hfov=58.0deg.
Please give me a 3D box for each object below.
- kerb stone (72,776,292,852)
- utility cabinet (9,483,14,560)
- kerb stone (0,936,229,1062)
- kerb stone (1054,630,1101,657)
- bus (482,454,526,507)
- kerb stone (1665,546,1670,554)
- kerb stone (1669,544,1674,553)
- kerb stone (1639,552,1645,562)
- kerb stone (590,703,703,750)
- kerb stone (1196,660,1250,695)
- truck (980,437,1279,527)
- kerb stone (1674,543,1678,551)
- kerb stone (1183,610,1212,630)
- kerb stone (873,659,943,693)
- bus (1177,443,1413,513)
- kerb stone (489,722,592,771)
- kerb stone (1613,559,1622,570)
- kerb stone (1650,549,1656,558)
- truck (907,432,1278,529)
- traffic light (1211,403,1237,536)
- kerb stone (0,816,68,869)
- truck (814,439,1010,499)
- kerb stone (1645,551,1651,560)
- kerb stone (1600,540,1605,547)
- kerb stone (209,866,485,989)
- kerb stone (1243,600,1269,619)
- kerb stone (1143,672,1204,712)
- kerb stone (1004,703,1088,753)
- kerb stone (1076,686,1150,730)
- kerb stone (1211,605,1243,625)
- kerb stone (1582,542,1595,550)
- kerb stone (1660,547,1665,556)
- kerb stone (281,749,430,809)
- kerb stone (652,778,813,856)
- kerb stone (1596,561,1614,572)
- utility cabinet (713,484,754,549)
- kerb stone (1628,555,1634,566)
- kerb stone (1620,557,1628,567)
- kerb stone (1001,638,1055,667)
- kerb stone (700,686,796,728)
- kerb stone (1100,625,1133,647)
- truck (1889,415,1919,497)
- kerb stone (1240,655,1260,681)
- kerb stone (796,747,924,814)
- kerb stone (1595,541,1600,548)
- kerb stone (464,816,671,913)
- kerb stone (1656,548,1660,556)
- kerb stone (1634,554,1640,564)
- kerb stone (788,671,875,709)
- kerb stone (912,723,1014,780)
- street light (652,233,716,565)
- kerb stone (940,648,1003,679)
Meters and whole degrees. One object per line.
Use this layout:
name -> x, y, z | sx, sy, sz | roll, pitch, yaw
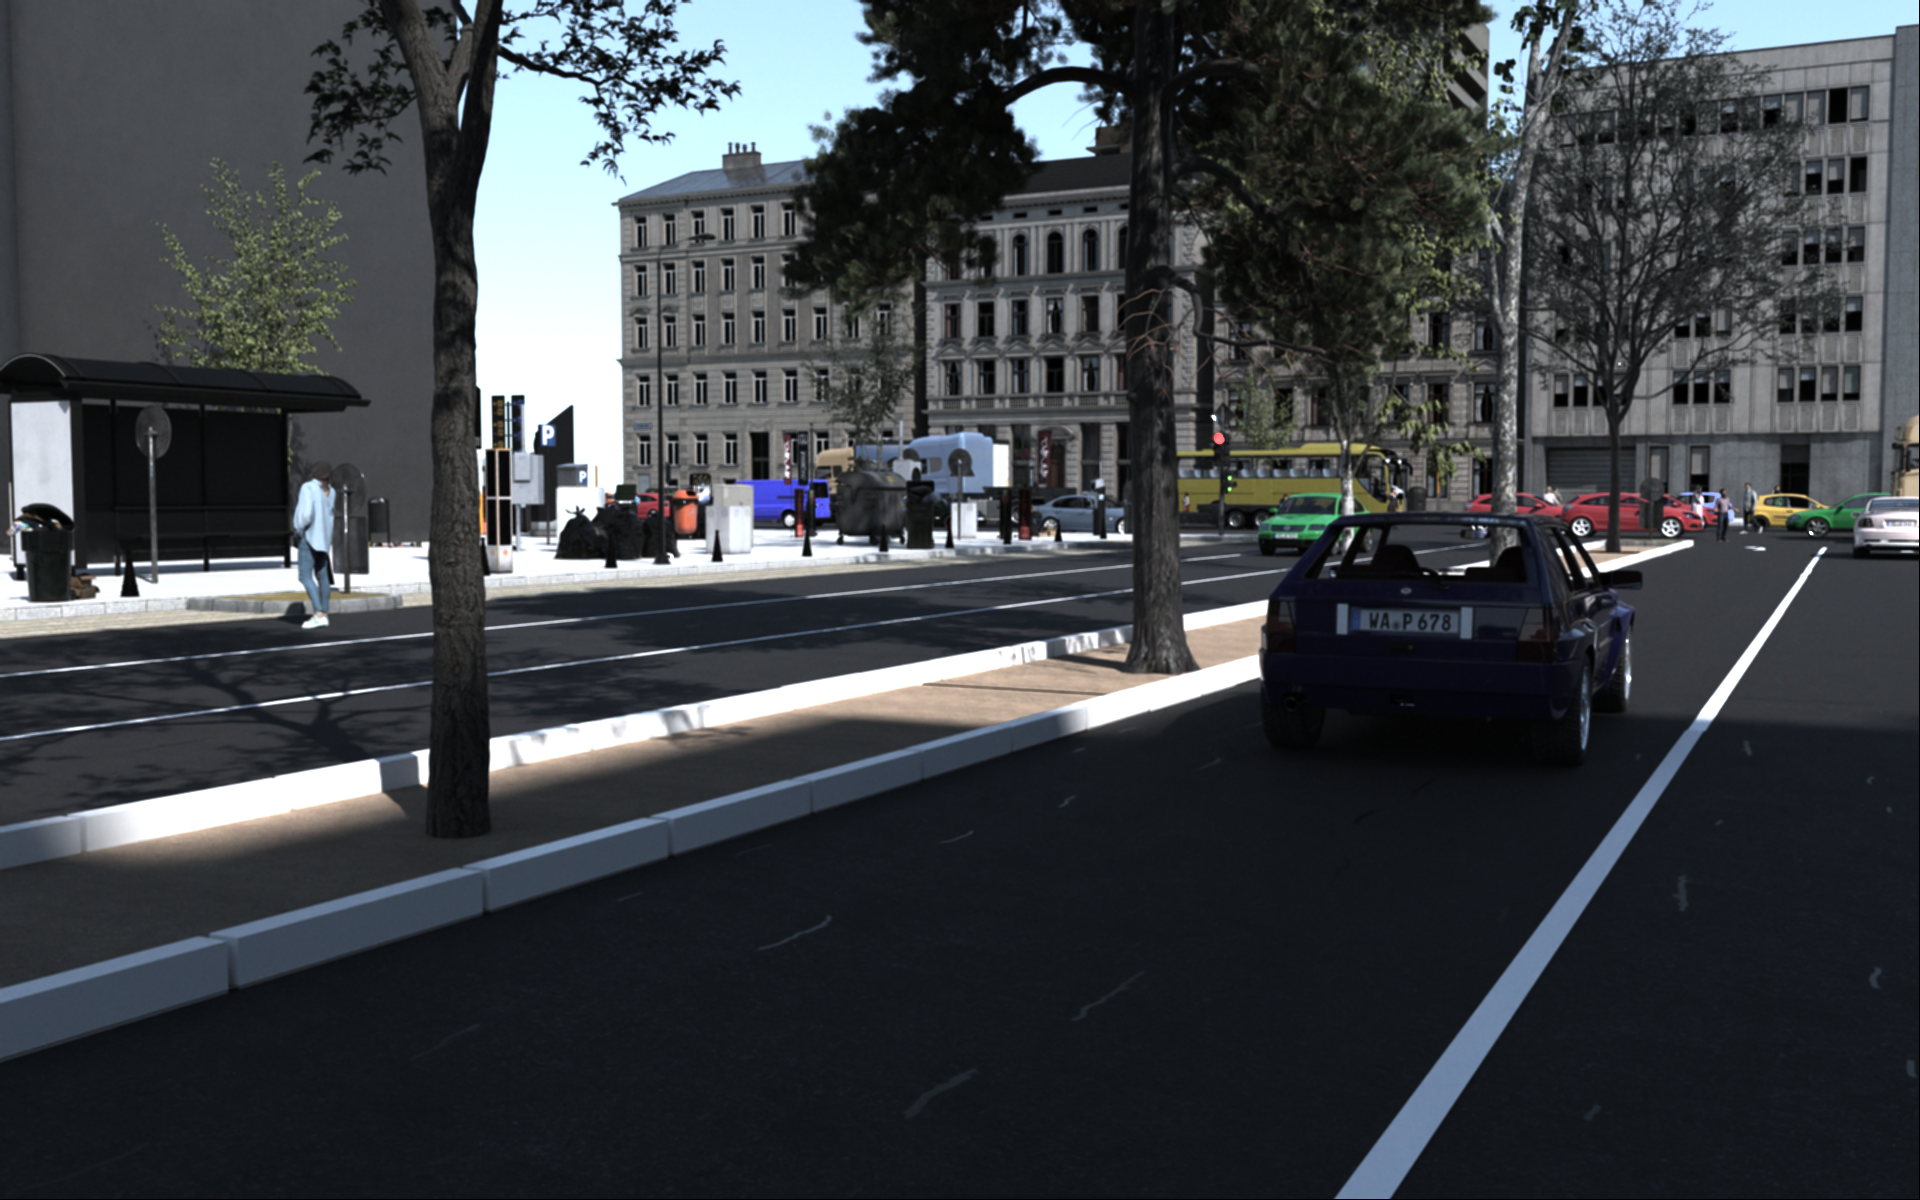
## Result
kerb stone -> -3.291, 0.908, 7.352 | 0.120, 0.150, 1.000 | 2, 4, 27
utility cabinet -> -17.663, -1.512, 33.394 | 1.173, 1.500, 0.318 | 0, 4, 6
kerb stone -> -2.386, 1.079, 4.557 | 0.120, 0.150, 1.000 | 2, 4, 27
kerb stone -> 0.997, 0.404, 15.591 | 0.120, 0.150, 1.000 | 2, 4, 27
bus -> -23.899, -4.961, 75.970 | 13.247, 3.499, 2.948 | 2, 4, 26
kerb stone -> 16.683, -1.158, 41.145 | 0.120, 0.150, 1.000 | 2, 4, 27
kerb stone -> 17.166, -1.215, 42.054 | 0.120, 0.150, 1.000 | 2, 4, 27
kerb stone -> 14.299, -0.877, 36.573 | 0.120, 0.150, 1.000 | 2, 4, 27
kerb stone -> -1.860, 0.744, 10.109 | 0.120, 0.150, 1.000 | 2, 4, 27
kerb stone -> 1.903, 0.577, 12.784 | 0.120, 0.150, 1.000 | 2, 4, 27
truck -> 6.029, -5.390, 77.889 | 18.799, 4.110, 2.967 | 2, 4, 29
kerb stone -> 17.628, -1.271, 42.974 | 0.120, 0.150, 1.000 | 2, 4, 27
kerb stone -> 2.422, 0.236, 18.342 | 0.120, 0.150, 1.000 | 2, 4, 27
kerb stone -> -0.433, 0.574, 12.855 | 0.120, 0.150, 1.000 | 2, 4, 27
bus -> 15.838, -5.742, 85.436 | 12.252, 3.916, 2.896 | 2, 4, 27
kerb stone -> -2.338, 0.796, 9.187 | 0.120, 0.150, 1.000 | 2, 4, 27
kerb stone -> 12.407, -0.656, 32.921 | 0.120, 0.150, 1.000 | 2, 4, 27
kerb stone -> 15.246, -0.991, 38.400 | 0.120, 0.150, 1.000 | 2, 4, 27
truck -> 5.750, -5.097, 73.099 | 18.799, 4.110, 2.967 | 2, 4, 26
traffic light -> 8.059, -3.931, 53.192 | 0.839, 4.253, 0.868 | 2, 4, 27
kerb stone -> -3.766, 0.965, 6.441 | 0.120, 0.150, 1.000 | 2, 4, 27
truck -> -2.997, -6.283, 91.636 | 11.283, 4.237, 2.839 | 2, 4, 25
kerb stone -> 14.775, -0.935, 37.484 | 0.120, 0.150, 1.000 | 2, 4, 27
kerb stone -> 17.191, -1.497, 46.674 | 0.120, 0.150, 1.000 | 2, 4, 27
kerb stone -> -1.908, 1.023, 5.476 | 0.120, 0.150, 1.000 | 2, 4, 27
kerb stone -> 3.378, 0.124, 20.168 | 0.120, 0.150, 1.000 | 2, 4, 27
kerb stone -> 1.430, 0.631, 11.871 | 0.120, 0.150, 1.000 | 2, 4, 27
kerb stone -> 0.472, 0.746, 10.052 | 0.120, 0.150, 1.000 | 2, 4, 27
kerb stone -> 0.950, 0.687, 10.962 | 0.120, 0.150, 1.000 | 2, 4, 27
kerb stone -> 2.904, 0.180, 19.250 | 0.120, 0.150, 1.000 | 2, 4, 27
kerb stone -> 16.241, -1.385, 44.848 | 0.120, 0.150, 1.000 | 2, 4, 27
kerb stone -> 16.208, -1.102, 40.230 | 0.120, 0.150, 1.000 | 2, 4, 27
kerb stone -> -2.827, 0.851, 8.280 | 0.120, 0.150, 1.000 | 2, 4, 27
kerb stone -> -0.951, 0.910, 7.315 | 0.120, 0.150, 1.000 | 2, 4, 27
kerb stone -> 11.919, -0.600, 32.012 | 0.120, 0.150, 1.000 | 2, 4, 27
utility cabinet -> -5.183, -1.899, 39.727 | 0.318, 1.500, 1.173 | 2, 4, 28
kerb stone -> 13.351, -0.767, 34.749 | 0.120, 0.150, 1.000 | 2, 4, 27
kerb stone -> 12.875, -0.712, 33.836 | 0.120, 0.150, 1.000 | 2, 4, 27
kerb stone -> 0.522, 0.460, 14.676 | 0.120, 0.150, 1.000 | 2, 4, 27
kerb stone -> -1.381, 0.690, 11.020 | 0.120, 0.150, 1.000 | 2, 4, 27
kerb stone -> 1.476, 0.349, 16.512 | 0.120, 0.150, 1.000 | 2, 4, 27
truck -> 32.442, -3.728, 49.863 | 11.283, 4.237, 2.839 | 2, 4, 26
kerb stone -> 2.376, 0.521, 13.702 | 0.120, 0.150, 1.000 | 2, 4, 27
kerb stone -> -0.476, 0.855, 8.226 | 0.120, 0.150, 1.000 | 2, 4, 27
kerb stone -> 16.722, -1.441, 45.759 | 0.120, 0.150, 1.000 | 2, 4, 27
kerb stone -> -1.431, 0.966, 6.393 | 0.120, 0.150, 1.000 | 2, 4, 27
kerb stone -> 15.719, -1.046, 39.316 | 0.120, 0.150, 1.000 | 2, 4, 27
kerb stone -> 13.825, -0.824, 35.661 | 0.120, 0.150, 1.000 | 2, 4, 27
kerb stone -> -0.910, 0.627, 11.940 | 0.120, 0.150, 1.000 | 2, 4, 27
kerb stone -> -0.002, 0.799, 9.138 | 0.120, 0.150, 1.000 | 2, 4, 27
street light -> -4.968, -3.588, 31.199 | 1.470, 5.913, 1.316 | 2, 4, 27
kerb stone -> 0.045, 0.516, 13.766 | 0.120, 0.150, 1.000 | 2, 4, 27
